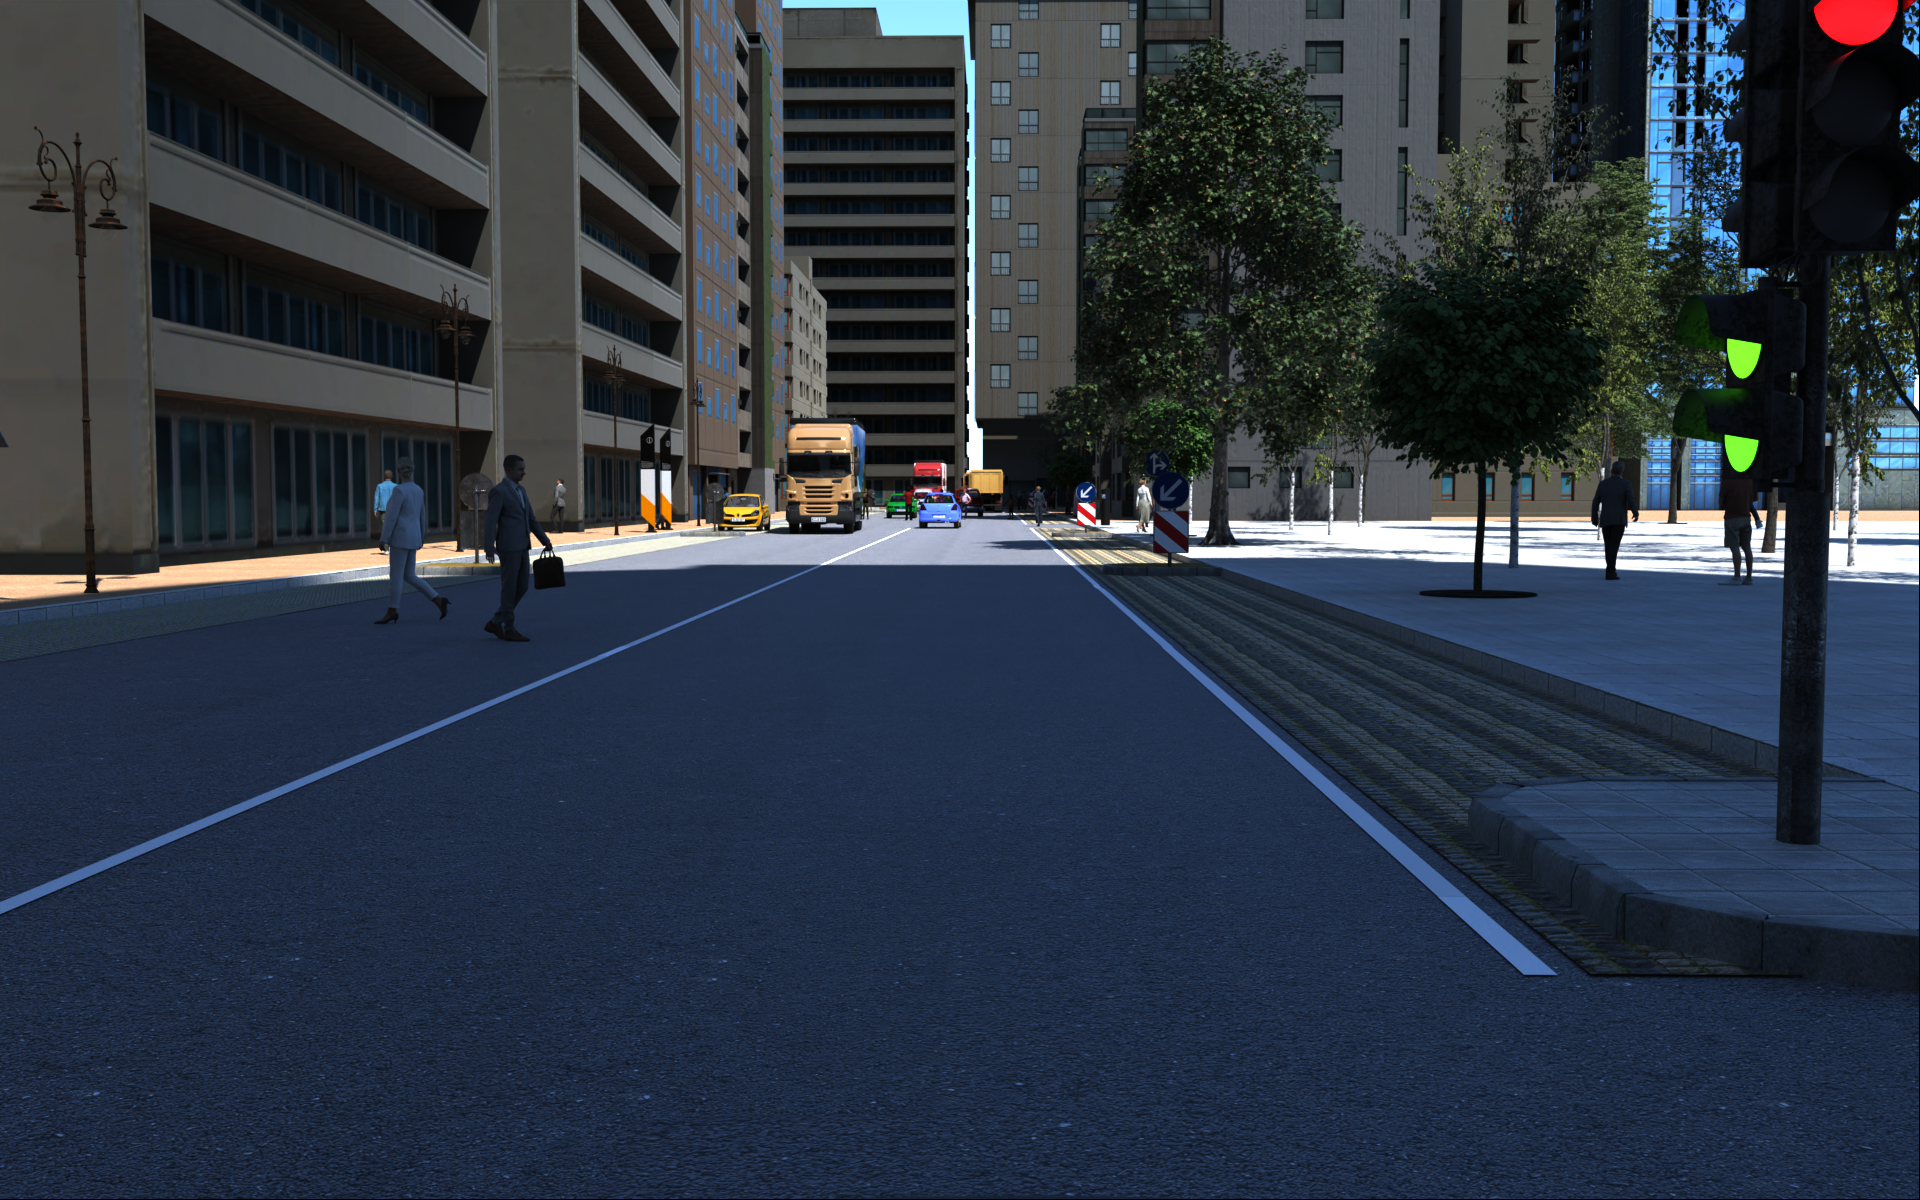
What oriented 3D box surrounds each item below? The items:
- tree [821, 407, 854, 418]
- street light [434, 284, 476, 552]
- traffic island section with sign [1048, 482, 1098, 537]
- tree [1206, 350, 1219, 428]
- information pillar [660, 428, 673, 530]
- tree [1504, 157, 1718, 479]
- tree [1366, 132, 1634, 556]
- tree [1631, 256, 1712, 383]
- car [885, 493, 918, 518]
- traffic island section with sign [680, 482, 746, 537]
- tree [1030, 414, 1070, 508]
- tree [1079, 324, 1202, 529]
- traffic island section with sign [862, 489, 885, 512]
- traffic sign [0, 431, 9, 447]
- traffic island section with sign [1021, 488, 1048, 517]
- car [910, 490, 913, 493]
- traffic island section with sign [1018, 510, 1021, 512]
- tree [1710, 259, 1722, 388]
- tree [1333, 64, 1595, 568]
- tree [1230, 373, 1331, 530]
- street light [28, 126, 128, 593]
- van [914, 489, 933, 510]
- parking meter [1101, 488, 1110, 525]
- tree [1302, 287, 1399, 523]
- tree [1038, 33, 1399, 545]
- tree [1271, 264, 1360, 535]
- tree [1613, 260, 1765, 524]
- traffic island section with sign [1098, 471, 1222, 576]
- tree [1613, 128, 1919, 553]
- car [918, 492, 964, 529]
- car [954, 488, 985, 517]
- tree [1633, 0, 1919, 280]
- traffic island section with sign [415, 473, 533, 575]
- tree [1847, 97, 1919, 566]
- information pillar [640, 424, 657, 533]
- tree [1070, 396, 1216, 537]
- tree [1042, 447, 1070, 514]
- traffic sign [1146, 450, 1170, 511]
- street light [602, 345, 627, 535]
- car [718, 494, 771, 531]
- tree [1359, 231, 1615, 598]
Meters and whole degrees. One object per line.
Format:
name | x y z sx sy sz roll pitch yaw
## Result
tree | -9.929 -11.859 144.253 4.360 8.622 3.978 0 3 0
street light | -11.104 -4.004 38.258 0.468 5.910 1.993 0 4 1
traffic island section with sign | 4.077 -3.017 57.950 1.989 1.847 2.006 0 4 1
tree | 9.707 -7.559 73.944 4.360 8.622 3.978 0 3 0
information pillar | -10.440 -4.290 61.498 0.183 3.616 0.504 2 4 33
tree | 21.964 -8.600 58.736 7.486 12.596 7.792 0 3 0
tree | 10.783 -5.200 35.378 4.737 8.622 4.395 0 3 0
tree | 17.500 -5.957 47.760 4.737 8.622 4.395 0 3 0
car | -3.475 -5.796 103.554 1.959 1.807 4.718 0 4 0
traffic island section with sign | -8.331 -3.063 58.714 1.989 1.847 2.006 0 4 1
tree | 8.747 -12.766 159.093 4.360 8.622 3.978 0 3 0
tree | 6.417 -6.892 63.052 4.360 8.622 3.978 0 3 0
traffic island section with sign | -6.910 -7.768 135.642 1.989 1.847 2.006 0 4 1
traffic sign | -11.265 -1.208 19.762 0.884 2.594 0.081 0 4 8
traffic island section with sign | 5.002 -6.087 108.142 1.989 1.847 2.006 0 4 1
car | -3.899 -8.915 154.439 2.281 1.827 5.304 0 4 0
traffic island section with sign | 5.499 -7.735 135.093 1.989 1.847 2.006 0 4 1
tree | 23.050 -6.123 50.481 4.737 8.622 4.395 0 3 0
tree | 9.496 -4.873 30.031 4.360 8.622 3.978 0 3 0
tree | 11.822 -6.786 61.316 4.360 8.622 3.978 0 3 0
street light | -11.270 -3.028 22.293 0.468 5.910 1.993 0 4 1
van | -2.733 -7.473 129.199 2.013 2.044 4.112 0 3 0
parking meter | 5.969 -3.832 71.060 0.372 1.533 0.369 0 3 0
tree | 17.925 -8.656 75.941 8.767 10.594 7.601 -3 5 -41
tree | 6.669 -7.730 43.402 9.611 12.733 9.660 0 3 0
tree | 11.336 -6.331 53.877 4.737 8.622 4.395 0 3 0
tree | 30.896 -9.087 74.320 9.928 11.665 9.643 0 3 0
traffic island section with sign | 3.583 -1.368 30.999 1.989 1.847 2.006 0 4 1
tree | 17.991 -6.301 37.431 7.601 10.594 8.767 1 4 10
car | -0.821 -3.899 73.342 1.945 1.707 3.694 0 4 2
car | 0.461 -6.280 111.343 2.281 1.827 5.304 0 4 0
tree | 8.123 -3.920 14.450 4.360 8.622 3.978 0 3 0
traffic island section with sign | -8.832 -1.383 31.237 1.989 1.847 2.006 0 4 1
tree | 16.081 -4.899 30.456 4.737 8.622 4.395 0 3 0
information pillar | -10.375 -4.055 57.657 0.504 3.616 0.183 1 4 11
tree | 6.464 -4.220 52.713 4.285 4.588 4.351 0 3 0
tree | 7.082 -7.939 113.520 4.285 4.588 4.351 0 3 0
traffic sign | 5.663 -3.052 50.011 0.768 2.556 0.104 0 4 2
street light | -10.685 -4.950 53.719 0.468 5.910 1.993 0 4 1
car | -8.377 -3.486 67.225 2.015 1.641 3.980 0 3 0
tree | 6.527 -2.328 21.777 4.285 4.588 4.351 0 3 0
